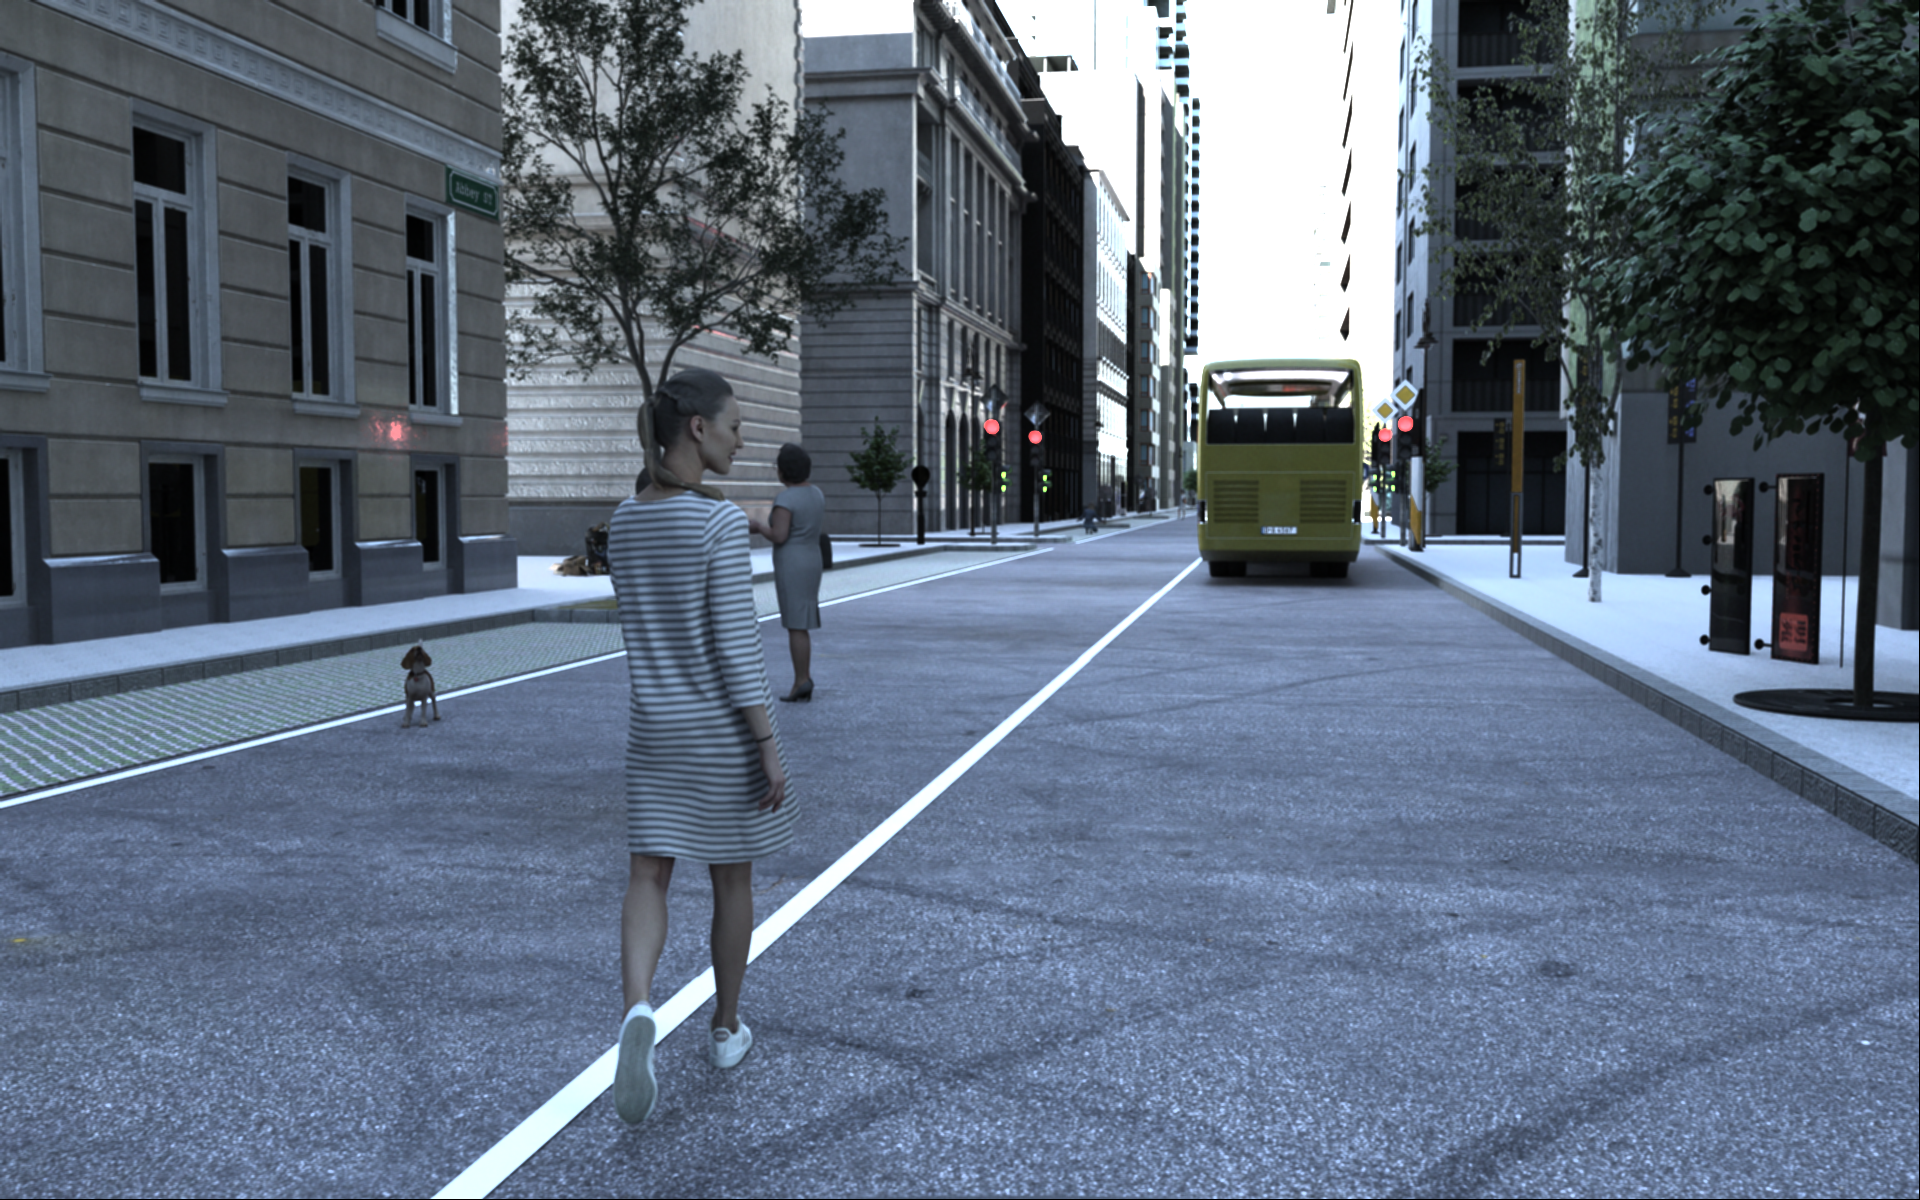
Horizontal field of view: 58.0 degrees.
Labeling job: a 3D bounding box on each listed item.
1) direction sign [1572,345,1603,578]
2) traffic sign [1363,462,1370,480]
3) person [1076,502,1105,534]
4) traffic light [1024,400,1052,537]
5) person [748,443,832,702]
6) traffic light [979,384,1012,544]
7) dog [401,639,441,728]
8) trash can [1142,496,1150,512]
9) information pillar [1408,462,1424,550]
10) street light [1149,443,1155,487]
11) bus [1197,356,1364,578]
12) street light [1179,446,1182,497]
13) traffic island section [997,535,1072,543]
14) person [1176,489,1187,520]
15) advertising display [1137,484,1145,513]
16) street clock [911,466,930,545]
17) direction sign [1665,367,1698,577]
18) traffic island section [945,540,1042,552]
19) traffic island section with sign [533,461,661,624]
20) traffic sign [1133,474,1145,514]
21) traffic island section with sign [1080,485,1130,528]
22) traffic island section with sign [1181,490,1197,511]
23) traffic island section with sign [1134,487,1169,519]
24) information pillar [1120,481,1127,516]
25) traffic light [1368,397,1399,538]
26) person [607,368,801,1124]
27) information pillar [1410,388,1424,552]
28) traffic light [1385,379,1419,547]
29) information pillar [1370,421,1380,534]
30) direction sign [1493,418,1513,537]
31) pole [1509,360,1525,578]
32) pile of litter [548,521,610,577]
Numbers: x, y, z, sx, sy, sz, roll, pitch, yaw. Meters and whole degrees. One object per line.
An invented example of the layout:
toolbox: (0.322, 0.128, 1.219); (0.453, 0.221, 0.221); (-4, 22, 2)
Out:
direction sign: (9.662, -2.120, 26.656); (0.379, 3.537, 0.876); (3, 5, 43)
traffic sign: (15.433, -4.082, 66.838); (0.768, 2.556, 0.104); (1, 4, 13)
person: (4.596, -2.933, 61.955); (1.012, 1.151, 0.738); (2, 4, 24)
traffic light: (2.317, -3.856, 51.961); (0.839, 4.253, 0.868); (1, 4, 10)
person: (-1.169, -0.196, 12.060); (0.532, 1.782, 0.716); (2, 4, 27)
traffic light: (0.881, -3.375, 44.106); (0.839, 4.253, 0.868); (1, 4, 10)
dog: (-3.368, 0.519, 10.805); (0.540, 0.507, 0.406); (3, 4, 37)
trash can: (13.166, -6.782, 122.543); (0.748, 1.137, 0.748); (0, 3, 0)
information pillar: (10.464, -2.157, 39.754); (0.304, 2.012, 0.304); (0, 4, 5)
street light: (14.191, -9.518, 128.401); (0.468, 5.910, 1.993); (1, 4, 10)
bus: (6.010, -2.513, 32.629); (2.896, 3.916, 12.252); (1, 4, 10)
street light: (21.150, -11.830, 166.205); (0.468, 5.910, 1.993); (1, 4, 10)
traffic island section: (2.280, -1.824, 52.103); (2.009, 0.180, 2.903); (1, 4, 10)
person: (12.281, -5.265, 95.594); (0.522, 1.701, 0.512); (3, 5, 44)
advertising display: (12.018, -6.728, 115.218); (0.123, 1.923, 0.974); (2, 4, 32)
street clock: (-0.995, -2.414, 44.043); (0.471, 2.002, 0.358); (0, 4, 1)
direction sign: (11.131, -2.125, 26.735); (0.379, 3.537, 0.876); (0, 4, -3)
traffic island section: (0.843, -1.344, 44.247); (2.009, 0.180, 2.903); (1, 4, 10)
traffic island section with sign: (-3.590, -0.692, 19.947); (1.989, 1.847, 2.006); (1, 4, 10)
traffic sign: (11.605, -6.869, 112.408); (0.768, 2.556, 0.104); (1, 4, 16)
traffic island section with sign: (6.182, -3.962, 73.407); (1.989, 1.847, 2.006); (1, 4, 10)
traffic island section with sign: (20.082, -8.614, 149.458); (1.989, 1.847, 2.006); (1, 4, 10)
traffic island section with sign: (11.127, -5.619, 100.500); (1.989, 1.847, 2.006); (1, 4, 10)
information pillar: (9.555, -5.908, 101.079); (0.304, 2.012, 0.304); (2, 4, 24)
traffic light: (12.267, -3.746, 50.165); (0.839, 4.253, 0.868); (1, 4, 10)
person: (-0.635, 0.312, 4.156); (0.466, 1.731, 0.760); (0, 4, 2)
information pillar: (10.187, -2.890, 38.612); (0.183, 3.616, 0.504); (0, 4, -5)
traffic light: (10.831, -3.265, 42.310); (0.839, 4.253, 0.868); (1, 4, 10)
information pillar: (13.382, -3.944, 55.847); (0.183, 3.616, 0.504); (-1, 4, -10)
direction sign: (16.384, -3.658, 51.802); (0.876, 3.537, 0.379); (0, 4, 0)
pole: (8.495, -1.991, 26.393); (0.158, 3.312, 0.155); (0, 3, 0)
pile of litter: (-6.023, -0.839, 27.679); (1.176, 0.858, 1.719); (1, 4, 10)
